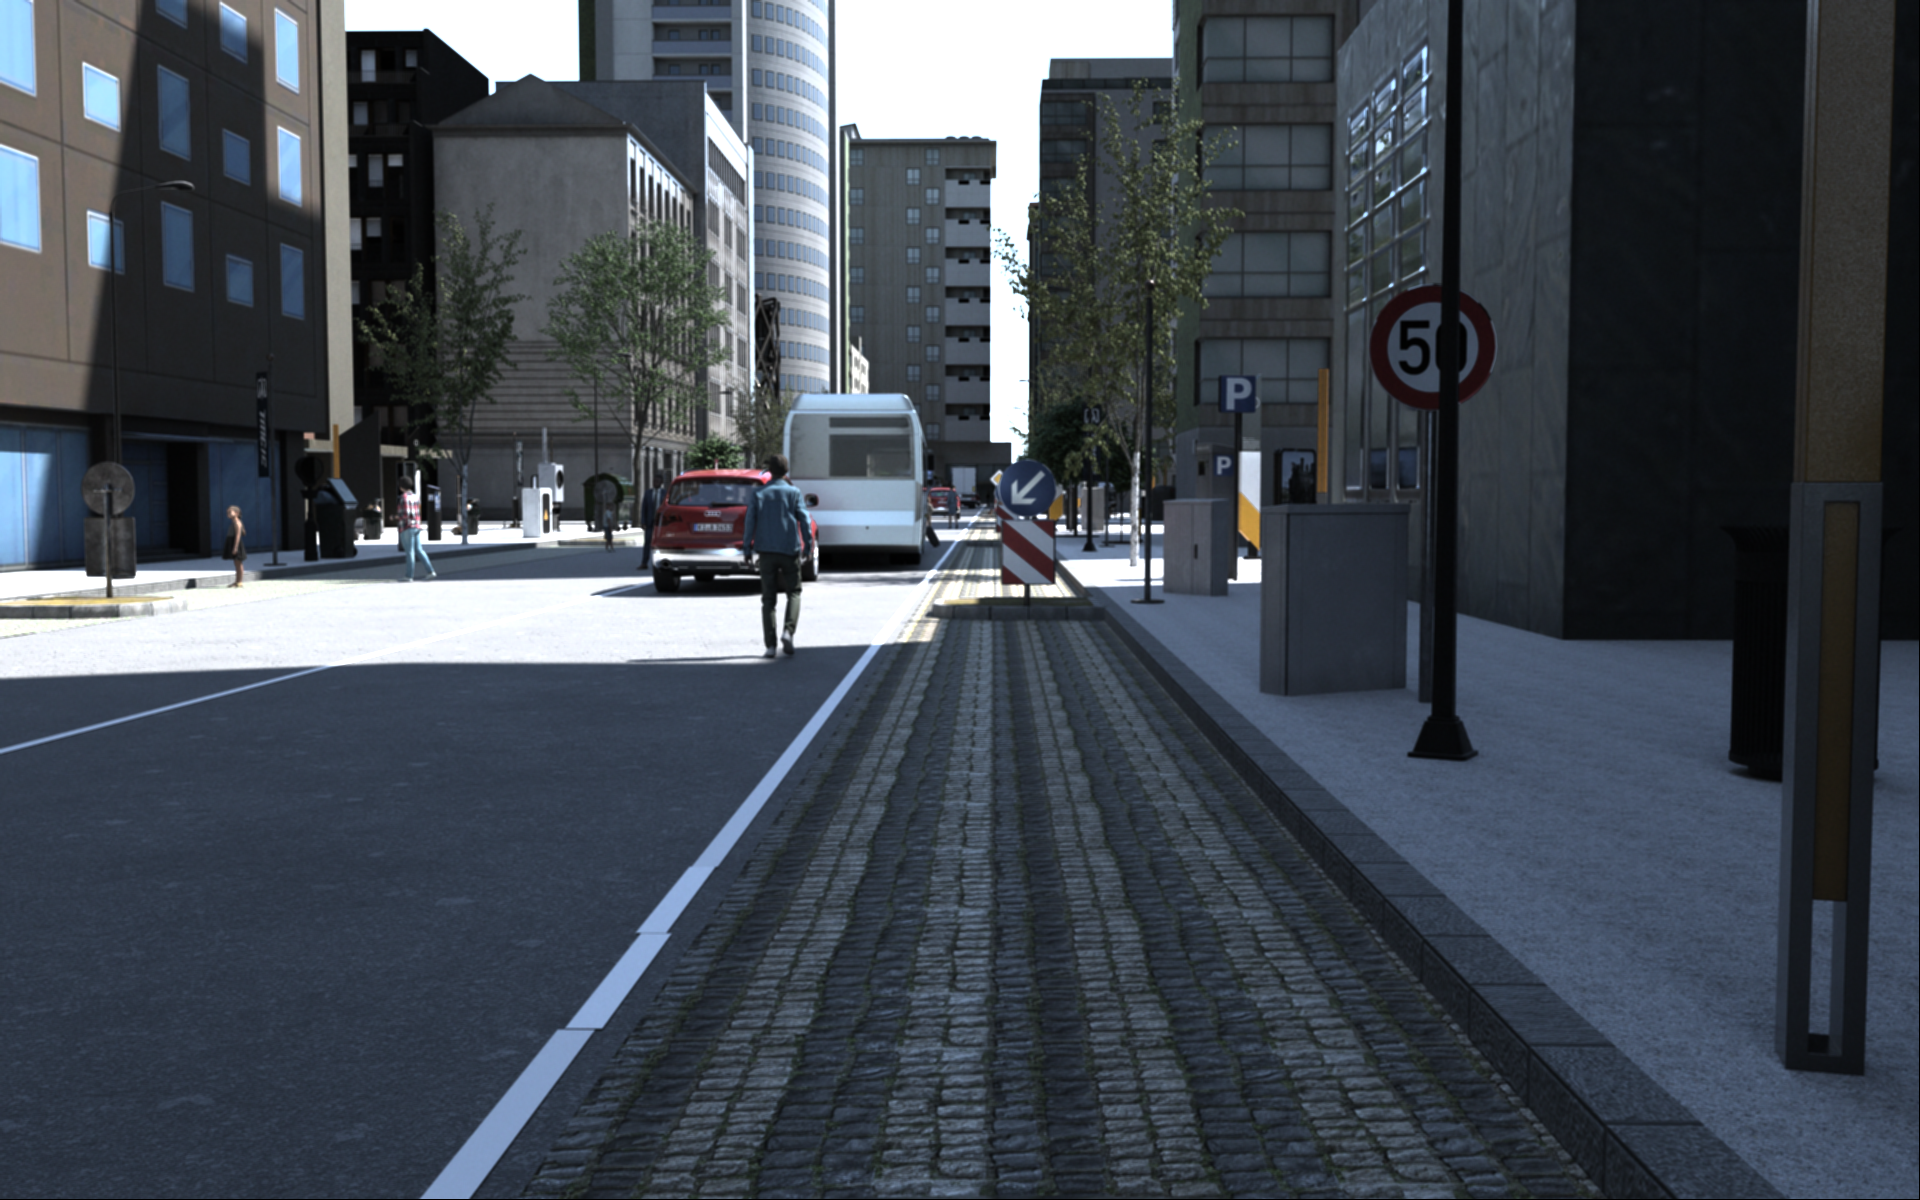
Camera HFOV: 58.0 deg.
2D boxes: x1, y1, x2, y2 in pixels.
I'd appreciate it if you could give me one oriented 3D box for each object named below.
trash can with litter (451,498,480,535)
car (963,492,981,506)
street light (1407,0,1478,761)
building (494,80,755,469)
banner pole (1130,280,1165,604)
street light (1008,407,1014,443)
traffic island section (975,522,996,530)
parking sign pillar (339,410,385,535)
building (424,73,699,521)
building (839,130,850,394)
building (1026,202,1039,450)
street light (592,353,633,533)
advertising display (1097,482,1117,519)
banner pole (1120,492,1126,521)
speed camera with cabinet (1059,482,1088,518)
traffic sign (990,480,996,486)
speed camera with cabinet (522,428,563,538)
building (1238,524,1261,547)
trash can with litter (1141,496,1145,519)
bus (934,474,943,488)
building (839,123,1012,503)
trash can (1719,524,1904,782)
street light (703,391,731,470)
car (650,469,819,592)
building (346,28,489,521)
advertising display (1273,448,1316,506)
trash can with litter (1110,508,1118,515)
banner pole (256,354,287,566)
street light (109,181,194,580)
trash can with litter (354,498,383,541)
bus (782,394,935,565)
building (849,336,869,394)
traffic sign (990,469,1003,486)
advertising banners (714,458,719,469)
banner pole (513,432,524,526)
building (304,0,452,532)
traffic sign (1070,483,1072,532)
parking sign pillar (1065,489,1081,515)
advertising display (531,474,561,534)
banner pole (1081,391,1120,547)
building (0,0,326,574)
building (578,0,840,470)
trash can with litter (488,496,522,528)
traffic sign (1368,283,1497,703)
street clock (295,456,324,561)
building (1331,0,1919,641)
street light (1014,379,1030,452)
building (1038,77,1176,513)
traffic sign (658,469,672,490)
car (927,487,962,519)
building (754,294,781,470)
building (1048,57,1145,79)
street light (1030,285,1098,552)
[{"bbox_3d":[-15.383,-2.589,53.713,1.055,1.170,0.624,2,4,32],"label":"trash can with litter"},{"bbox_3d":[1.450,-12.595,214.604,2.281,1.827,5.304,0,4,3],"label":"car"},{"bbox_3d":[1.828,-2.189,8.334,1.470,5.913,1.316,0,4,1],"label":"street light"},{"bbox_3d":[-20.335,-17.818,109.339,12.078,24.808,19.932,0,4,1],"label":"building"},{"bbox_3d":[2.230,-1.869,20.581,0.401,3.779,0.863,0,4,4],"label":"banner pole"},{"bbox_3d":[3.428,-7.314,92.131,1.470,5.913,1.316,0,4,1],"label":"street light"},{"bbox_3d":[1.627,-2.944,70.415,2.009,0.180,2.903,0,4,1],"label":"traffic island section"},{"bbox_3d":[-19.179,-4.090,55.345,1.447,3.967,1.447,-1,4,-13],"label":"parking sign pillar"},{"bbox_3d":[-19.970,-14.754,90.381,9.793,20.994,18.267,0,4,1],"label":"building"},{"bbox_3d":[-19.644,-30.930,189.300,14.154,41.232,14.086,0,4,1],"label":"building"},{"bbox_3d":[22.392,-36.410,249.923,28.867,44.769,22.147,0,4,1],"label":"building"},{"bbox_3d":[-11.497,-5.184,57.294,1.470,5.913,1.316,0,4,1],"label":"street light"},{"bbox_3d":[7.442,-5.046,87.709,0.974,1.923,0.123,0,4,7],"label":"advertising display"},{"bbox_3d":[7.706,-5.699,83.194,0.401,3.779,0.863,-1,4,-20],"label":"banner pole"},{"bbox_3d":[6.130,-6.123,94.442,2.038,3.252,0.660,-3,4,-37],"label":"speed camera with cabinet"},{"bbox_3d":[1.757,-4.568,78.322,0.795,2.450,0.064,0,4,1],"label":"traffic sign"},{"bbox_3d":[-12.257,-3.461,50.919,0.660,3.252,2.038,0,4,6],"label":"speed camera with cabinet"},{"bbox_3d":[12.865,-22.230,47.056,14.154,41.232,14.086,0,4,1],"label":"building"},{"bbox_3d":[9.612,-4.842,90.556,0.624,1.170,1.055,1,4,21],"label":"trash can with litter"},{"bbox_3d":[-3.636,-13.270,208.504,2.896,3.916,12.252,0,4,3],"label":"bus"},{"bbox_3d":[-6.183,-40.653,253.907,27.495,52.752,28.713,0,4,1],"label":"building"},{"bbox_3d":[3.828,0.233,7.841,0.748,1.137,0.748,0,3,0],"label":"trash can"},{"bbox_3d":[-11.031,-6.475,78.406,1.470,5.913,1.316,0,4,1],"label":"street light"},{"bbox_3d":[-3.402,-1.111,26.846,2.281,1.827,5.304,0,4,1],"label":"car"},{"bbox_3d":[-33.091,-15.735,86.938,15.834,23.373,12.332,0,4,1],"label":"building"},{"bbox_3d":[4.756,-1.187,24.623,0.123,1.923,0.974,3,5,41],"label":"advertising display"},{"bbox_3d":[9.028,-5.731,104.752,1.678,1.210,2.233,1,4,11],"label":"trash can with litter"},{"bbox_3d":[-12.458,-2.516,31.154,0.401,3.779,0.863,-3,5,-44],"label":"banner pole"},{"bbox_3d":[-12.086,-3.264,25.906,1.470,5.913,1.316,0,4,1],"label":"street light"},{"bbox_3d":[-16.522,-2.234,47.908,1.055,1.170,0.624,-1,4,-8],"label":"trash can with litter"},{"bbox_3d":[-2.049,-2.661,38.368,2.948,3.499,13.247,0,4,-1],"label":"bus"},{"bbox_3d":[-26.675,-22.522,213.278,28.899,21.520,27.650,0,4,1],"label":"building"},{"bbox_3d":[1.603,-4.079,70.338,0.795,2.450,0.064,0,4,1],"label":"traffic sign"},{"bbox_3d":[-12.110,-5.380,84.156,0.090,3.025,2.074,1,4,15],"label":"advertising banners"},{"bbox_3d":[-17.941,-4.910,70.288,0.401,3.779,0.863,-3,5,-45],"label":"banner pole"},{"bbox_3d":[-34.705,-24.599,56.826,28.867,44.769,22.147,0,4,1],"label":"building"},{"bbox_3d":[3.777,-3.598,58.927,0.768,2.556,0.104,1,4,10],"label":"traffic sign"},{"bbox_3d":[6.980,-7.250,107.002,1.447,3.967,1.447,-2,4,-24],"label":"parking sign pillar"},{"bbox_3d":[-14.056,-3.277,58.791,0.974,1.923,0.123,-2,4,-30],"label":"advertising display"},{"bbox_3d":[3.360,-3.190,42.180,0.863,3.779,0.401,1,4,20],"label":"banner pole"},{"bbox_3d":[-21.738,-23.356,31.974,14.600,45.320,14.200,0,4,1],"label":"building"},{"bbox_3d":[-23.310,-38.229,167.049,21.231,58.520,28.212,0,4,1],"label":"building"},{"bbox_3d":[-16.729,-3.320,65.338,1.678,1.210,2.233,-2,4,-32],"label":"trash can with litter"},{"bbox_3d":[2.868,-0.642,10.595,0.768,2.556,0.104,0,4,4],"label":"traffic sign"},{"bbox_3d":[-12.416,-1.744,33.085,0.358,2.002,0.471,3,5,44],"label":"street clock"},{"bbox_3d":[16.356,-42.490,7.376,22.319,86.520,31.000,0,4,1],"label":"building"},{"bbox_3d":[3.030,-5.968,70.124,1.470,5.913,1.316,0,4,1],"label":"street light"},{"bbox_3d":[12.578,-21.549,124.019,14.160,30.474,14.107,0,4,1],"label":"building"},{"bbox_3d":[-12.004,-4.182,70.499,0.606,2.300,0.079,0,4,2],"label":"traffic sign"},{"bbox_3d":[-1.016,-5.613,100.448,2.281,1.827,5.304,0,4,-1],"label":"car"},{"bbox_3d":[-21.998,-16.002,129.088,16.820,18.784,16.811,0,4,1],"label":"building"},{"bbox_3d":[15.368,-29.510,166.090,14.154,41.232,14.086,0,4,1],"label":"building"},{"bbox_3d":[2.360,-4.041,38.611,1.470,5.913,1.316,0,4,1],"label":"street light"}]
